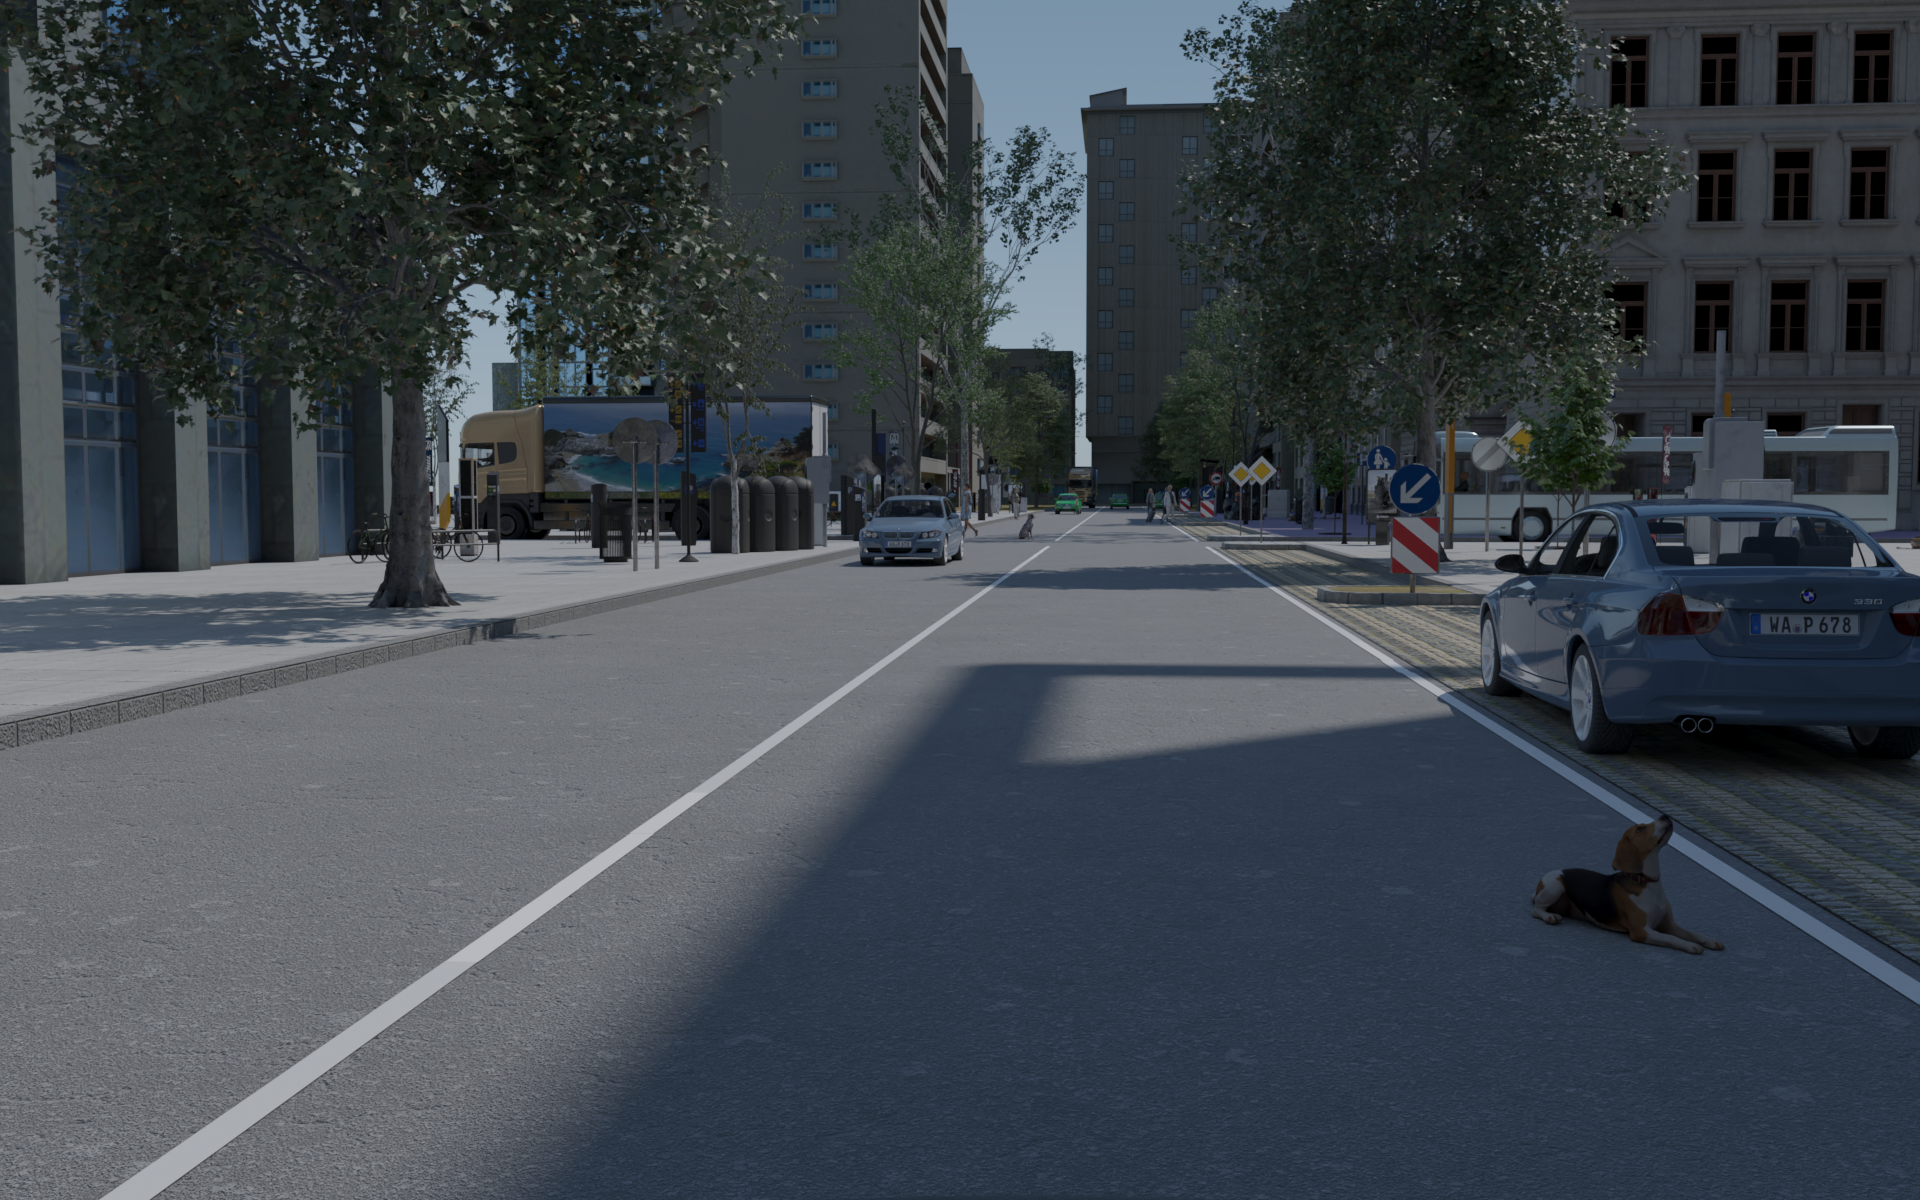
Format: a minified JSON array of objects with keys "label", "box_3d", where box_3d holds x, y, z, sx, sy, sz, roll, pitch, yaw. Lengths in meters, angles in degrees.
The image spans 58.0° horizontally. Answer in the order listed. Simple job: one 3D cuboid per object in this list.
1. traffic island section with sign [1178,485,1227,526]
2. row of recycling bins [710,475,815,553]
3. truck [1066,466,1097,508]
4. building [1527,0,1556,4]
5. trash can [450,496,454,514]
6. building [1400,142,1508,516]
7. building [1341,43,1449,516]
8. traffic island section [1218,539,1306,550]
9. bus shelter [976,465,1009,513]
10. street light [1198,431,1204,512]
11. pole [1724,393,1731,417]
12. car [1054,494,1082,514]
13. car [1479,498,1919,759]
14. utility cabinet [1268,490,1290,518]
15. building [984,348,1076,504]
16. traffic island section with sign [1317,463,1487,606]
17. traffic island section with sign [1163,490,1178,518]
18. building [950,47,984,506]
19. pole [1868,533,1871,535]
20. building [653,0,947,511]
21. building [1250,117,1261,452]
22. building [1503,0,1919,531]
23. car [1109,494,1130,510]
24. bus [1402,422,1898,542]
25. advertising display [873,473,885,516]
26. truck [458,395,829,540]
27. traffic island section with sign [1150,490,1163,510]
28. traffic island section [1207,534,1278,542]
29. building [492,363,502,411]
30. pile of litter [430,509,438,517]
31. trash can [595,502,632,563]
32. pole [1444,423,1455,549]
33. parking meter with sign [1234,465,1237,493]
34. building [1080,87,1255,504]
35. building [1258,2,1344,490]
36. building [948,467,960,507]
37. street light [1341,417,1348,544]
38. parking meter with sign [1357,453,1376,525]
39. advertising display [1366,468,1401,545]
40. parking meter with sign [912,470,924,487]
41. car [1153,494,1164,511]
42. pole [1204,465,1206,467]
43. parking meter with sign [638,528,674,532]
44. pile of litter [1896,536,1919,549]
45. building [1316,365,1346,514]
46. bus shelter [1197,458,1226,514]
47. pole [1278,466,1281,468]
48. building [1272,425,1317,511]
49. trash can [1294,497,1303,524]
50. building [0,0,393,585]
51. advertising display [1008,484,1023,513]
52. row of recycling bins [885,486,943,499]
[{"label":"traffic island section with sign","box_3d":[10.957,-4.231,77.810,1.989,1.847,2.006,0,4,5]},{"label":"row of recycling bins","box_3d":[-4.360,-1.945,38.920,1.069,1.692,3.534,2,4,27]},{"label":"truck","box_3d":[12.575,-11.529,177.410,2.839,4.237,11.283,0,4,7]},{"label":"building","box_3d":[82.039,-47.947,222.180,20.611,71.187,20.563,0,4,5]},{"label":"trash can","box_3d":[-31.486,-5.883,107.833,0.748,1.137,0.748,0,3,0]},{"label":"building","box_3d":[26.651,-13.200,80.446,10.561,19.102,19.286,0,4,5]},{"label":"building","box_3d":[29.870,-19.226,100.256,13.634,28.700,20.117,0,4,5]},{"label":"traffic island section","box_3d":[7.908,-1.412,45.369,2.009,0.180,2.903,0,4,5]},{"label":"bus shelter","box_3d":[2.311,-7.830,121.941,2.014,3.302,5.546,0,4,5]},{"label":"street light","box_3d":[17.639,-9.453,127.344,0.468,5.910,1.993,0,4,5]},{"label":"pole","box_3d":[15.465,-2.522,35.085,0.158,3.312,0.155,0,3,0]},{"label":"car","box_3d":[7.735,-7.030,123.744,1.959,1.807,4.718,0,4,6]},{"label":"car","box_3d":[4.427,0.080,10.699,2.014,1.417,4.499,0,4,6]},{"label":"utility cabinet","box_3d":[16.581,-4.981,90.111,1.173,1.500,0.318,3,5,44]},{"label":"building","box_3d":[0.912,-23.892,235.666,28.899,21.520,27.650,0,4,5]},{"label":"traffic island section with sign","box_3d":[5.833,-0.887,23.131,1.989,1.847,2.006,0,4,5]},{"label":"traffic island section with sign","box_3d":[13.517,-5.901,105.105,1.989,1.847,2.006,0,4,5]},{"label":"building","box_3d":[-8.736,-34.438,186.766,21.600,48.544,21.300,0,4,5]},{"label":"pole","box_3d":[27.933,-3.634,53.257,0.158,3.312,0.155,0,3,0]},{"label":"building","box_3d":[-12.676,-31.630,140.846,21.300,48.544,21.600,0,4,5]},{"label":"building","box_3d":[38.898,-32.816,186.651,14.600,45.320,14.200,0,4,5]},{"label":"building","box_3d":[31.564,-13.948,64.201,21.152,22.565,11.583,0,4,5]},{"label":"car","box_3d":[14.866,-9.321,161.198,1.959,1.807,4.718,0,4,5]},{"label":"bus","box_3d":[18.487,-3.250,48.001,13.247,3.499,2.948,0,4,6]},{"label":"advertising display","box_3d":[-2.518,-2.968,53.742,0.123,1.923,0.974,-1,4,-17]},{"label":"truck","box_3d":[-9.584,-3.777,50.670,11.283,4.237,2.839,0,4,7]},{"label":"traffic island section with sign","box_3d":[18.173,-8.930,154.629,1.989,1.847,2.006,0,4,5]},{"label":"traffic island section","box_3d":[8.654,-1.898,53.319,2.009,0.180,2.903,0,4,5]},{"label":"building","box_3d":[-34.932,-53.555,188.302,31.000,86.520,22.319,0,4,5]},{"label":"pile of litter","box_3d":[-30.671,-5.204,99.043,1.719,0.858,1.176,0,4,-1]},{"label":"trash can","box_3d":[-6.494,-1.283,32.631,0.748,1.137,0.748,0,3,0]},{"label":"pole","box_3d":[11.374,-2.837,40.225,0.158,3.312,0.155,0,3,0]},{"label":"parking meter with sign","box_3d":[17.559,-6.699,105.789,1.738,3.016,0.543,-2,4,-25]},{"label":"building","box_3d":[30.196,-39.345,232.526,27.495,52.752,28.713,0,4,5]},{"label":"building","box_3d":[40.675,-33.295,168.077,21.300,48.544,21.600,0,4,5]},{"label":"building","box_3d":[-10.596,-44.212,161.118,20.563,71.187,20.611,0,4,5]},{"label":"street light","box_3d":[9.864,-4.372,44.268,0.468,5.910,1.993,0,4,5]},{"label":"parking meter with sign","box_3d":[17.359,-4.663,72.501,0.543,3.016,1.738,-2,4,-24]},{"label":"advertising display","box_3d":[10.658,-2.349,43.626,0.123,1.923,0.974,-3,5,-40]},{"label":"parking meter with sign","box_3d":[-2.743,-7.759,123.126,0.543,3.016,1.738,2,4,25]},{"label":"car","box_3d":[17.070,-8.387,145.925,1.959,1.807,4.718,0,4,6]},{"label":"pole","box_3d":[17.405,-7.904,123.078,0.158,3.312,0.155,0,3,0]},{"label":"parking meter with sign","box_3d":[-10.010,-3.786,58.163,1.738,3.016,0.543,-2,4,-26]},{"label":"pile of litter","box_3d":[22.742,-1.615,40.377,1.719,0.858,1.176,1,4,23]},{"label":"building","box_3d":[31.629,-17.666,118.509,12.332,23.373,15.834,0,4,5]},{"label":"bus shelter","box_3d":[16.904,-7.651,116.383,1.731,3.624,6.357,0,4,6]},{"label":"pole","box_3d":[23.275,-8.109,126.420,0.158,3.312,0.155,0,3,0]},{"label":"building","box_3d":[41.224,-18.257,143.538,27.650,21.520,28.899,0,4,5]},{"label":"trash can","box_3d":[14.518,-3.775,73.374,0.748,1.137,0.748,0,3,0]},{"label":"building","box_3d":[-28.466,-43.574,25.110,31.000,86.520,22.319,0,4,5]},{"label":"advertising display","box_3d":[4.243,-7.598,129.433,0.974,1.923,0.123,-2,4,-28]},{"label":"row of recycling bins","box_3d":[-2.560,-5.242,92.816,3.534,1.692,1.069,-2,4,-23]}]
